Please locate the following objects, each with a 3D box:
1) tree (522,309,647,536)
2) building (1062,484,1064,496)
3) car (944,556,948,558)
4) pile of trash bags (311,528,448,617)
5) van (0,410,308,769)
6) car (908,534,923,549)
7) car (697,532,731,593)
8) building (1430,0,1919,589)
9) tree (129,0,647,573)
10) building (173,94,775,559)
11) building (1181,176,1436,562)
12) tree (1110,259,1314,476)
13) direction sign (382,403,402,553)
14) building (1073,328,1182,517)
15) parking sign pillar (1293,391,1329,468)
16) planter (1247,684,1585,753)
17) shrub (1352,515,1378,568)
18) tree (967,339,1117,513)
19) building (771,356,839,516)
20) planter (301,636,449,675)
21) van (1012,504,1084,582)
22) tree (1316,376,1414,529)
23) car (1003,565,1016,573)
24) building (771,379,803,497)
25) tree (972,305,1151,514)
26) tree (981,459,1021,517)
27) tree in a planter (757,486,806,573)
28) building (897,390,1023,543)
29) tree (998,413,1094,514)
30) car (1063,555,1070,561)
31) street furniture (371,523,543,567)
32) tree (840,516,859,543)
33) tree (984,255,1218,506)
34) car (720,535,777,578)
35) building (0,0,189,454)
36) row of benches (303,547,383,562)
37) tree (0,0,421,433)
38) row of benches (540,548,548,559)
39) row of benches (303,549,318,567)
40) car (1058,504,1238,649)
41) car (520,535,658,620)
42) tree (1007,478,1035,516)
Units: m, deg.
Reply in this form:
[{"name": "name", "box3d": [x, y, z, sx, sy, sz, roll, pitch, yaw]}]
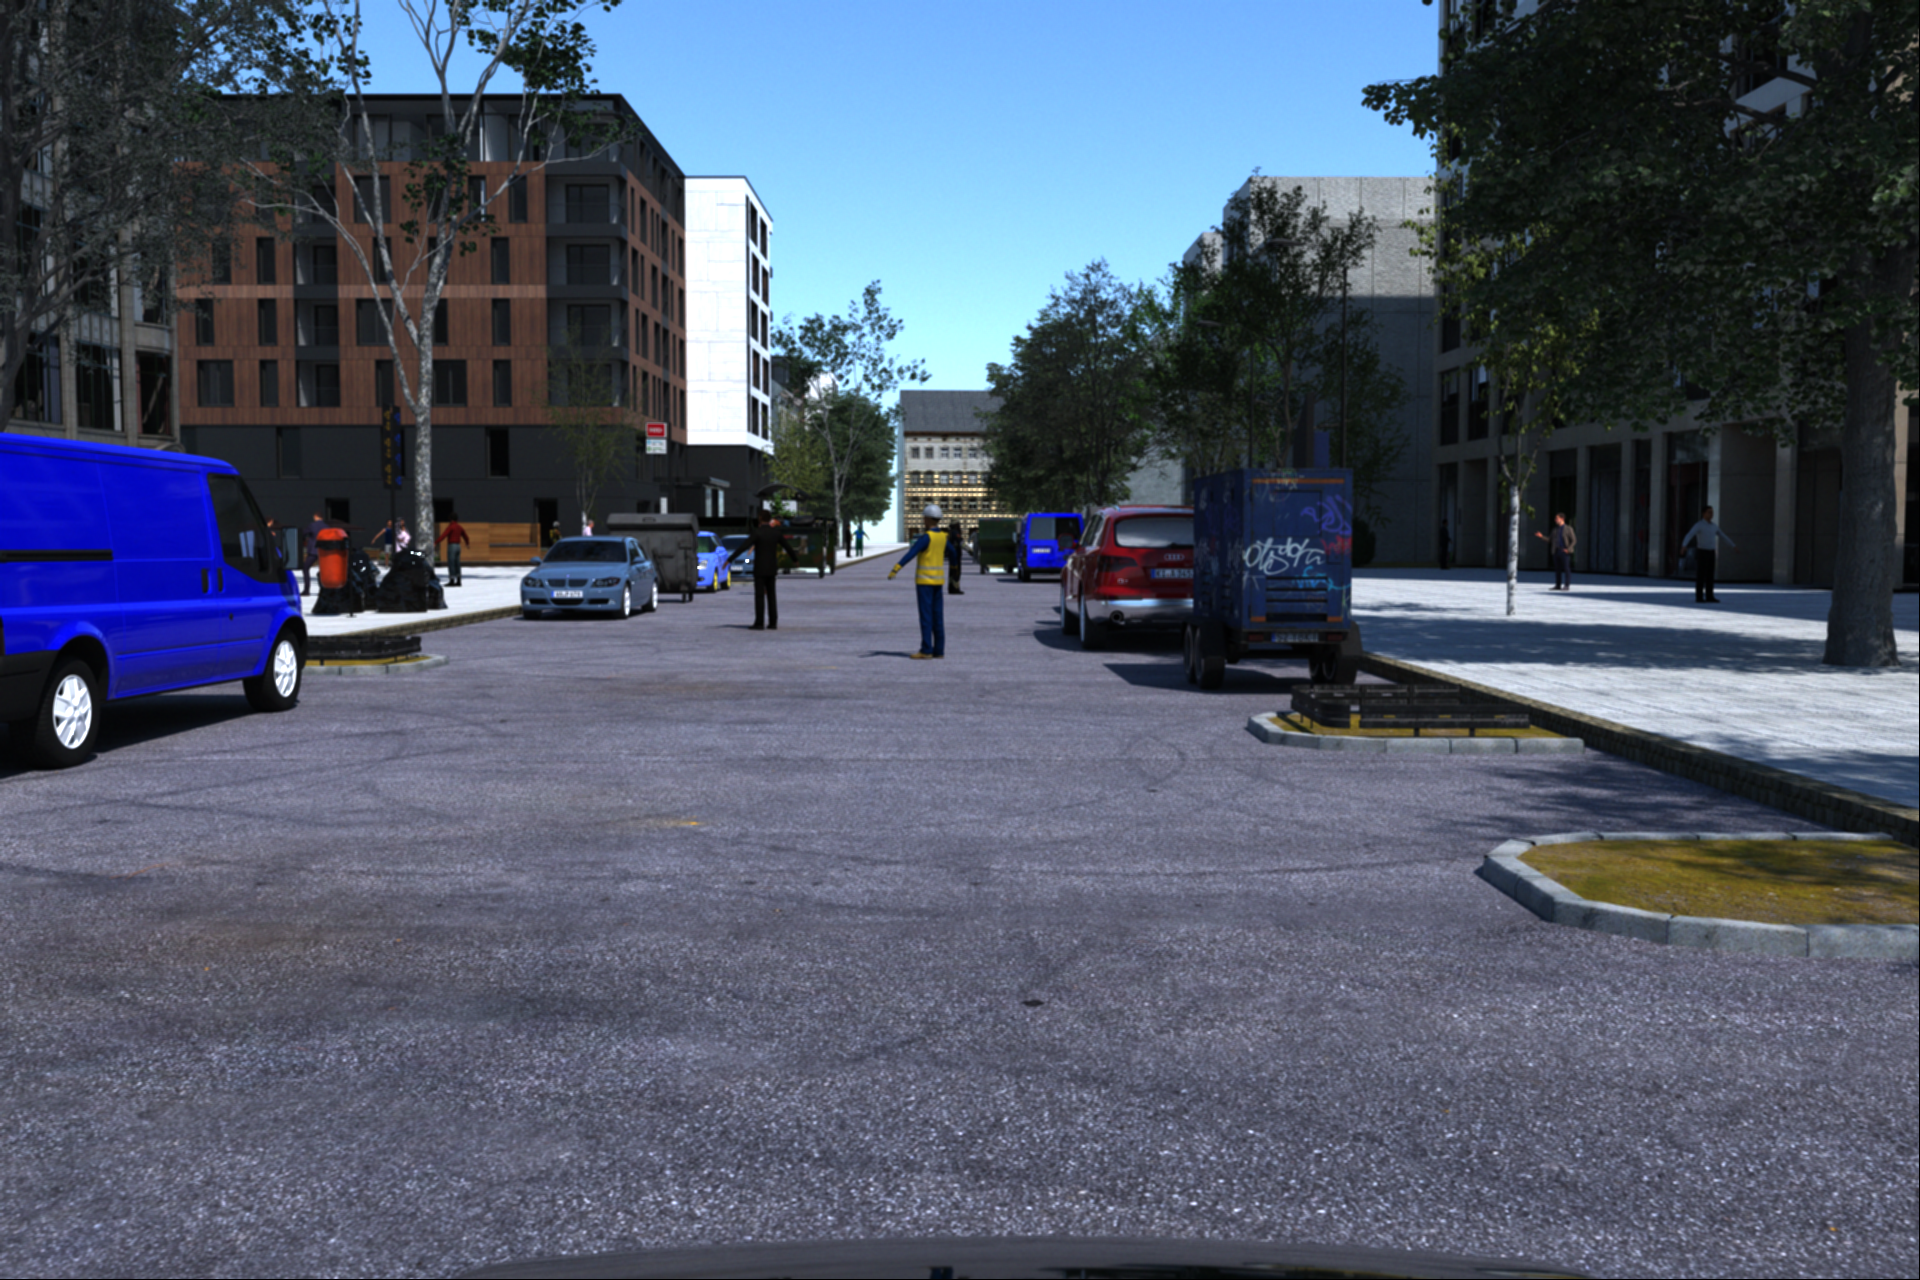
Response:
[{"name": "tree", "box3d": [-12.813, -6.568, 57.756, 4.360, 8.622, 3.978, 0, 3, 0]}, {"name": "building", "box3d": [21.675, -24.209, 226.744, 19.493, 23.208, 18.063, 0, 4, 0]}, {"name": "car", "box3d": [-0.879, -4.982, 93.815, 2.083, 1.381, 4.827, 0, 4, -1]}, {"name": "pile of trash bags", "box3d": [-9.651, -1.127, 28.177, 1.912, 1.369, 3.447, 0, 4, 0]}, {"name": "van", "box3d": [-6.363, -0.480, 12.234, 2.240, 2.365, 5.245, 0, 4, -1]}, {"name": "car", "box3d": [-2.788, -7.088, 127.681, 2.131, 1.459, 4.920, 0, 4, 0]}, {"name": "car", "box3d": [-6.757, -2.055, 43.186, 1.945, 1.707, 3.694, 0, 3, 0]}, {"name": "building", "box3d": [29.068, -15.313, 53.563, 19.350, 26.588, 34.151, 0, 4, 0]}, {"name": "tree", "box3d": [-12.913, -11.272, 40.189, 12.611, 20.169, 13.585, 0, 3, 0]}, {"name": "building", "box3d": [-26.183, -15.480, 97.066, 27.936, 21.610, 32.646, 0, 4, 0]}, {"name": "building", "box3d": [22.613, -13.944, 94.443, 16.747, 18.905, 31.486, 0, 4, -1]}, {"name": "tree", "box3d": [9.525, -8.574, 65.938, 9.928, 11.665, 9.643, 0, 3, 0]}, {"name": "direction sign", "box3d": [-9.970, -2.352, 30.460, 0.379, 3.537, 0.876, 0, 4, 0]}, {"name": "building", "box3d": [22.188, -22.160, 193.242, 19.493, 23.208, 18.063, 0, 4, 0]}, {"name": "parking sign pillar", "box3d": [6.750, -2.752, 33.464, 1.447, 3.967, 1.447, 0, 4, 0]}, {"name": "planter", "box3d": [3.097, 0.540, 12.308, 1.991, 0.319, 1.994, 0, 4, 1]}, {"name": "shrub", "box3d": [15.165, -3.786, 66.328, 1.690, 2.028, 1.600, 0, 3, 0]}, {"name": "tree", "box3d": [5.643, -12.059, 107.532, 12.009, 13.543, 11.850, 0, 3, 0]}, {"name": "building", "box3d": [-29.870, -22.672, 214.664, 27.936, 21.610, 32.646, 0, 4, 0]}, {"name": "planter", "box3d": [-6.608, 0.159, 18.541, 1.991, 0.319, 1.994, 0, 4, 0]}, {"name": "van", "box3d": [2.758, -2.967, 52.895, 2.240, 2.365, 5.245, 0, 4, -2]}, {"name": "tree", "box3d": [17.301, -7.653, 75.490, 4.737, 8.622, 4.395, 0, 3, 0]}, {"name": "car", "box3d": [2.583, -3.459, 65.343, 1.959, 1.807, 4.718, 0, 4, -1]}, {"name": "building", "box3d": [-27.788, -21.869, 188.482, 19.493, 23.208, 18.063, 0, 4, 1]}, {"name": "tree", "box3d": [5.776, -11.417, 93.326, 9.857, 13.997, 8.962, 0, 3, 0]}, {"name": "tree", "box3d": [5.682, -13.877, 161.303, 8.767, 10.594, 7.601, 1, 4, 15]}, {"name": "tree in a planter", "box3d": [-6.772, -4.116, 64.521, 1.991, 3.239, 1.994, 0, 4, 0]}, {"name": "building", "box3d": [-0.066, -26.261, 262.757, 18.063, 23.208, 19.493, 0, 4, -5]}, {"name": "tree", "box3d": [5.989, -12.458, 121.816, 7.486, 12.596, 7.792, 0, 3, 0]}, {"name": "car", "box3d": [2.934, -1.357, 31.982, 2.009, 1.686, 4.222, 0, 4, 0]}, {"name": "street furniture", "box3d": [-20.867, -3.942, 71.305, 11.010, 1.723, 9.812, -2, 4, -28]}, {"name": "tree", "box3d": [-17.284, -21.006, 261.566, 7.486, 12.596, 7.792, 0, 3, 0]}, {"name": "tree", "box3d": [6.179, -10.207, 77.248, 12.009, 13.543, 11.850, 0, 3, 0]}, {"name": "car", "box3d": [-6.501, -2.436, 51.826, 2.014, 1.417, 4.499, 0, 3, 0]}, {"name": "building", "box3d": [-32.971, -13.780, 41.959, 14.369, 24.946, 33.146, 0, 4, 1]}, {"name": "row of benches", "box3d": [-28.788, -3.950, 80.041, 4.104, 0.672, 1.422, 0, 4, 1]}, {"name": "tree", "box3d": [-12.356, -6.831, 22.061, 12.009, 13.543, 11.850, 0, 3, 0]}, {"name": "row of benches", "box3d": [-17.514, -3.780, 77.274, 4.104, 0.672, 1.422, -1, 4, -19]}, {"name": "row of benches", "box3d": [-26.005, -3.276, 69.020, 1.422, 0.672, 4.104, -1, 4, -17]}, {"name": "car", "box3d": [2.490, -0.881, 23.079, 2.281, 1.827, 5.304, 0, 4, -1]}, {"name": "car", "box3d": [-6.456, -1.135, 30.567, 2.014, 1.417, 4.499, 0, 4, 0]}, {"name": "tree", "box3d": [5.061, -11.542, 139.081, 4.360, 8.622, 3.978, 0, 3, 0]}]
